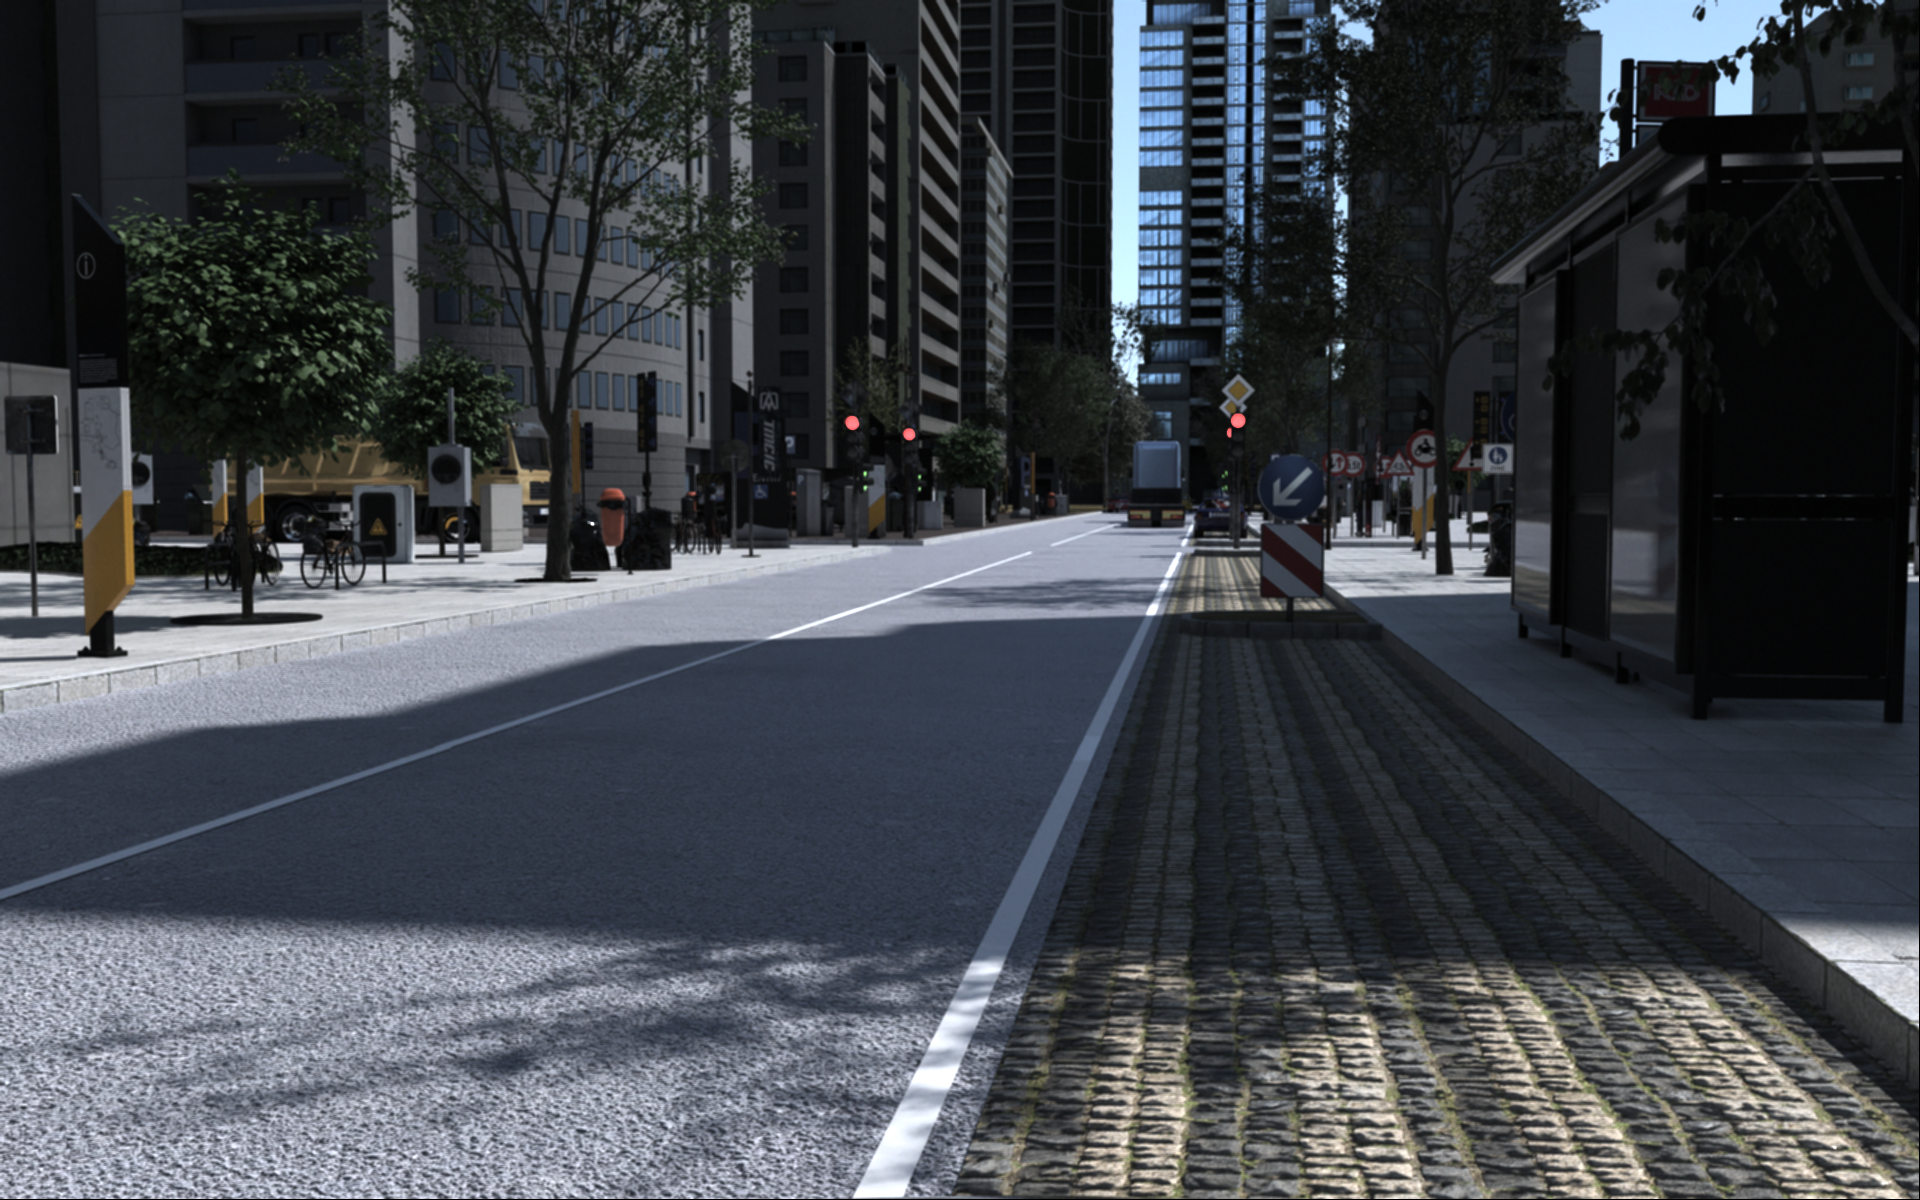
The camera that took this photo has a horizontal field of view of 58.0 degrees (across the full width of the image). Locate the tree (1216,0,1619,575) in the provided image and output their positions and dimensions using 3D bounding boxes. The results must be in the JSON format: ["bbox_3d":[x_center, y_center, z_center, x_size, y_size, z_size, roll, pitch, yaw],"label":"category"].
[{"bbox_3d":[7.378,-5.680,27.280,7.601,10.594,8.767,0,4,-3],"label":"tree"}]

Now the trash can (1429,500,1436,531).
[{"bbox_3d":[16.300,-2.929,59.541,0.748,1.137,0.748,0,3,0],"label":"trash can"}]

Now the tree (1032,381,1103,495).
[{"bbox_3d":[6.372,-9.680,108.626,4.360,8.622,3.978,0,3,0],"label":"tree"}]

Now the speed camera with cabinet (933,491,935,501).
[{"bbox_3d":[-1.877,-5.468,83.745,0.660,3.252,2.038,2,4,24],"label":"speed camera with cabinet"}]

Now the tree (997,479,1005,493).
[{"bbox_3d":[2.485,-7.776,121.746,1.663,3.219,1.824,0,3,0],"label":"tree"}]

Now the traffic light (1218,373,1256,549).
[{"bbox_3d":[6.460,-3.150,40.429,0.839,4.253,0.868,0,4,8],"label":"traffic light"}]

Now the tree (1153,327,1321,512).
[{"bbox_3d":[21.175,-13.168,125.663,12.009,13.543,11.850,0,3,0],"label":"tree"}]

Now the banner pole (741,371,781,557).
[{"bbox_3d":[-4.032,-2.766,35.236,0.863,3.779,0.401,0,4,-1],"label":"banner pole"}]

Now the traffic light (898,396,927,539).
[{"bbox_3d":[-1.385,-3.711,49.593,0.839,4.253,0.868,0,4,8],"label":"traffic light"}]

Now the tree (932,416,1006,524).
[{"bbox_3d":[0.302,-5.491,73.488,4.285,4.588,4.351,0,3,0],"label":"tree"}]

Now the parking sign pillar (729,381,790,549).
[{"bbox_3d":[-4.790,-3.231,41.303,1.447,3.967,1.447,-1,4,-14],"label":"parking sign pillar"}]

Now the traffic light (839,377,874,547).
[{"bbox_3d":[-2.513,-3.227,41.688,0.839,4.253,0.868,0,4,8],"label":"traffic light"}]

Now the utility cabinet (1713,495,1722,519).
[{"bbox_3d":[38.668,-4.729,88.473,1.020,1.237,0.306,3,4,36],"label":"utility cabinet"}]

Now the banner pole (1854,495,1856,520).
[{"bbox_3d":[24.721,-3.548,48.031,0.863,3.779,0.401,-2,4,-25],"label":"banner pole"}]

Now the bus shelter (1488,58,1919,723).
[{"bbox_3d":[5.571,-2.212,13.798,2.179,5.291,8.768,1,4,8],"label":"bus shelter"}]

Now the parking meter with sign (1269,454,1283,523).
[{"bbox_3d":[13.716,-4.809,74.893,0.543,3.016,1.738,0,4,5],"label":"parking meter with sign"}]

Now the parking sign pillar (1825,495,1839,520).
[{"bbox_3d":[32.568,-4.717,65.601,1.447,3.967,1.447,3,5,44],"label":"parking sign pillar"}]

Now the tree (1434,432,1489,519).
[{"bbox_3d":[25.870,-6.536,90.576,4.285,4.588,4.351,0,3,0],"label":"tree"}]

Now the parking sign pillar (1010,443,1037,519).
[{"bbox_3d":[3.341,-6.297,91.429,1.447,3.967,1.447,3,4,36],"label":"parking sign pillar"}]

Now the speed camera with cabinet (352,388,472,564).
[{"bbox_3d":[-10.135,-2.306,32.031,2.038,3.252,0.660,0,4,-4],"label":"speed camera with cabinet"}]

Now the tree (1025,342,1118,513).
[{"bbox_3d":[7.269,-11.844,119.411,9.928,11.665,9.643,0,3,0],"label":"tree"}]

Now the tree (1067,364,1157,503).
[{"bbox_3d":[14.231,-16.032,168.771,9.857,13.997,8.962,0,3,0],"label":"tree"}]

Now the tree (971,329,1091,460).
[{"bbox_3d":[3.870,-10.051,98.754,7.601,10.594,8.767,-3,4,-36],"label":"tree"}]

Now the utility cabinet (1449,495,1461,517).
[{"bbox_3d":[27.852,-5.279,97.479,0.306,1.237,1.020,0,4,-8],"label":"utility cabinet"}]

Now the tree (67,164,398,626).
[{"bbox_3d":[-7.243,-2.070,17.551,4.285,4.588,4.351,0,3,0],"label":"tree"}]

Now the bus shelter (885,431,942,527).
[{"bbox_3d":[-2.029,-4.636,67.088,1.731,3.624,6.357,0,4,8],"label":"bus shelter"}]

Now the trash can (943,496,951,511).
[{"bbox_3d":[-0.830,-6.778,122.477,0.748,1.137,0.748,0,3,0],"label":"trash can"}]

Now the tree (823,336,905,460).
[{"bbox_3d":[-4.033,-7.924,79.919,4.737,8.622,4.395,0,3,0],"label":"tree"}]

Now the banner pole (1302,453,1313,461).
[{"bbox_3d":[21.216,-7.103,106.145,0.863,3.779,0.401,0,4,-8],"label":"banner pole"}]

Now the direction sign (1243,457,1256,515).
[{"bbox_3d":[17.619,-6.936,105.399,0.876,3.537,0.379,3,5,44],"label":"direction sign"}]

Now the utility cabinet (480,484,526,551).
[{"bbox_3d":[-10.240,-1.834,38.657,0.318,1.500,1.173,1,4,21],"label":"utility cabinet"}]

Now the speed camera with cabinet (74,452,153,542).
[{"bbox_3d":[-18.763,-2.658,37.802,0.660,3.252,2.038,3,5,41],"label":"speed camera with cabinet"}]

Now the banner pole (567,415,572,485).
[{"bbox_3d":[-12.256,-3.919,54.086,0.863,3.779,0.401,2,4,27],"label":"banner pole"}]

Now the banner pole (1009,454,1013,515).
[{"bbox_3d":[3.237,-7.256,108.660,0.401,3.779,0.863,-2,4,-24],"label":"banner pole"}]

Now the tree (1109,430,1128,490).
[{"bbox_3d":[16.094,-13.949,178.430,4.360,8.622,3.978,0,3,0],"label":"tree"}]

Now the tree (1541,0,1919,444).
[{"bbox_3d":[4.150,-3.477,7.208,4.360,8.622,3.978,0,3,0],"label":"tree"}]

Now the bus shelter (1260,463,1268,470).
[{"bbox_3d":[18.868,-6.648,102.625,2.014,3.302,5.546,1,4,8],"label":"bus shelter"}]

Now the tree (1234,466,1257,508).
[{"bbox_3d":[26.109,-10.886,161.707,4.285,4.588,4.351,0,3,0],"label":"tree"}]

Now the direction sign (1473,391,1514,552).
[{"bbox_3d":[11.737,-2.823,38.152,0.876,3.537,0.379,0,4,6],"label":"direction sign"}]

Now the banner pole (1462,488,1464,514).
[{"bbox_3d":[32.202,-7.372,110.553,0.401,3.779,0.863,2,4,31],"label":"banner pole"}]

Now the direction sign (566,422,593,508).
[{"bbox_3d":[-11.925,-3.843,54.822,0.876,3.537,0.379,2,4,35],"label":"direction sign"}]

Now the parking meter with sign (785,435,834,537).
[{"bbox_3d":[-4.550,-3.426,52.280,0.543,3.016,1.738,3,4,38],"label":"parking meter with sign"}]

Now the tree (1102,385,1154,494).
[{"bbox_3d":[19.041,-17.413,195.077,12.009,13.543,11.850,0,3,0],"label":"tree"}]

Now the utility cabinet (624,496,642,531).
[{"bbox_3d":[-11.667,-3.040,60.869,1.020,1.237,0.306,2,4,30],"label":"utility cabinet"}]

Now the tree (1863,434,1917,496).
[{"bbox_3d":[15.399,-2.131,29.438,1.663,3.219,1.824,0,3,0],"label":"tree"}]

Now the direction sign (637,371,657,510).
[{"bbox_3d":[-5.829,-2.466,32.310,0.379,3.537,0.876,-2,4,-32],"label":"direction sign"}]

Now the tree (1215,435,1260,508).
[{"bbox_3d":[22.990,-11.680,141.335,4.737,8.622,4.395,0,3,0],"label":"tree"}]

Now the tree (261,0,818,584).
[{"bbox_3d":[-5.869,-6.058,24.805,9.928,11.665,9.643,0,3,0],"label":"tree"}]

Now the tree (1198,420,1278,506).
[{"bbox_3d":[30.431,-16.451,185.980,9.611,12.733,9.660,0,3,0],"label":"tree"}]

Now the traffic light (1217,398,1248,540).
[{"bbox_3d":[7.588,-3.634,48.334,0.839,4.253,0.868,0,4,8],"label":"traffic light"}]

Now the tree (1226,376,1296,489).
[{"bbox_3d":[16.826,-8.800,94.243,4.360,8.622,3.978,0,3,0],"label":"tree"}]

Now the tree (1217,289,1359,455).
[{"bbox_3d":[16.434,-9.827,86.420,9.928,11.665,9.643,0,3,0],"label":"tree"}]

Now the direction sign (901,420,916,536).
[{"bbox_3d":[-1.594,-3.764,53.533,0.379,3.537,0.876,2,4,27],"label":"direction sign"}]

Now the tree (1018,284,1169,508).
[{"bbox_3d":[12.079,-18.386,156.504,12.611,20.169,13.585,0,3,0],"label":"tree"}]

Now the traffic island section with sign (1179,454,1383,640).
[{"bbox_3d":[3.292,-0.571,17.967,1.989,1.847,2.006,0,4,8],"label":"traffic island section with sign"}]

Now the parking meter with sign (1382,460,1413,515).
[{"bbox_3d":[22.214,-5.625,88.222,1.738,3.016,0.543,-2,4,-29],"label":"parking meter with sign"}]

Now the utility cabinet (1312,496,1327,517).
[{"bbox_3d":[16.785,-4.255,80.733,0.306,1.237,1.020,3,5,42],"label":"utility cabinet"}]

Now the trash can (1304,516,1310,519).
[{"bbox_3d":[17.770,-4.750,89.321,0.748,1.137,0.748,0,3,0],"label":"trash can"}]

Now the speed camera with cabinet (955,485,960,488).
[{"bbox_3d":[0.659,-7.691,120.080,2.038,3.252,0.660,1,4,21],"label":"speed camera with cabinet"}]

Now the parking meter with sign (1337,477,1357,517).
[{"bbox_3d":[21.250,-6.085,95.752,0.543,3.016,1.738,-3,5,-39],"label":"parking meter with sign"}]
